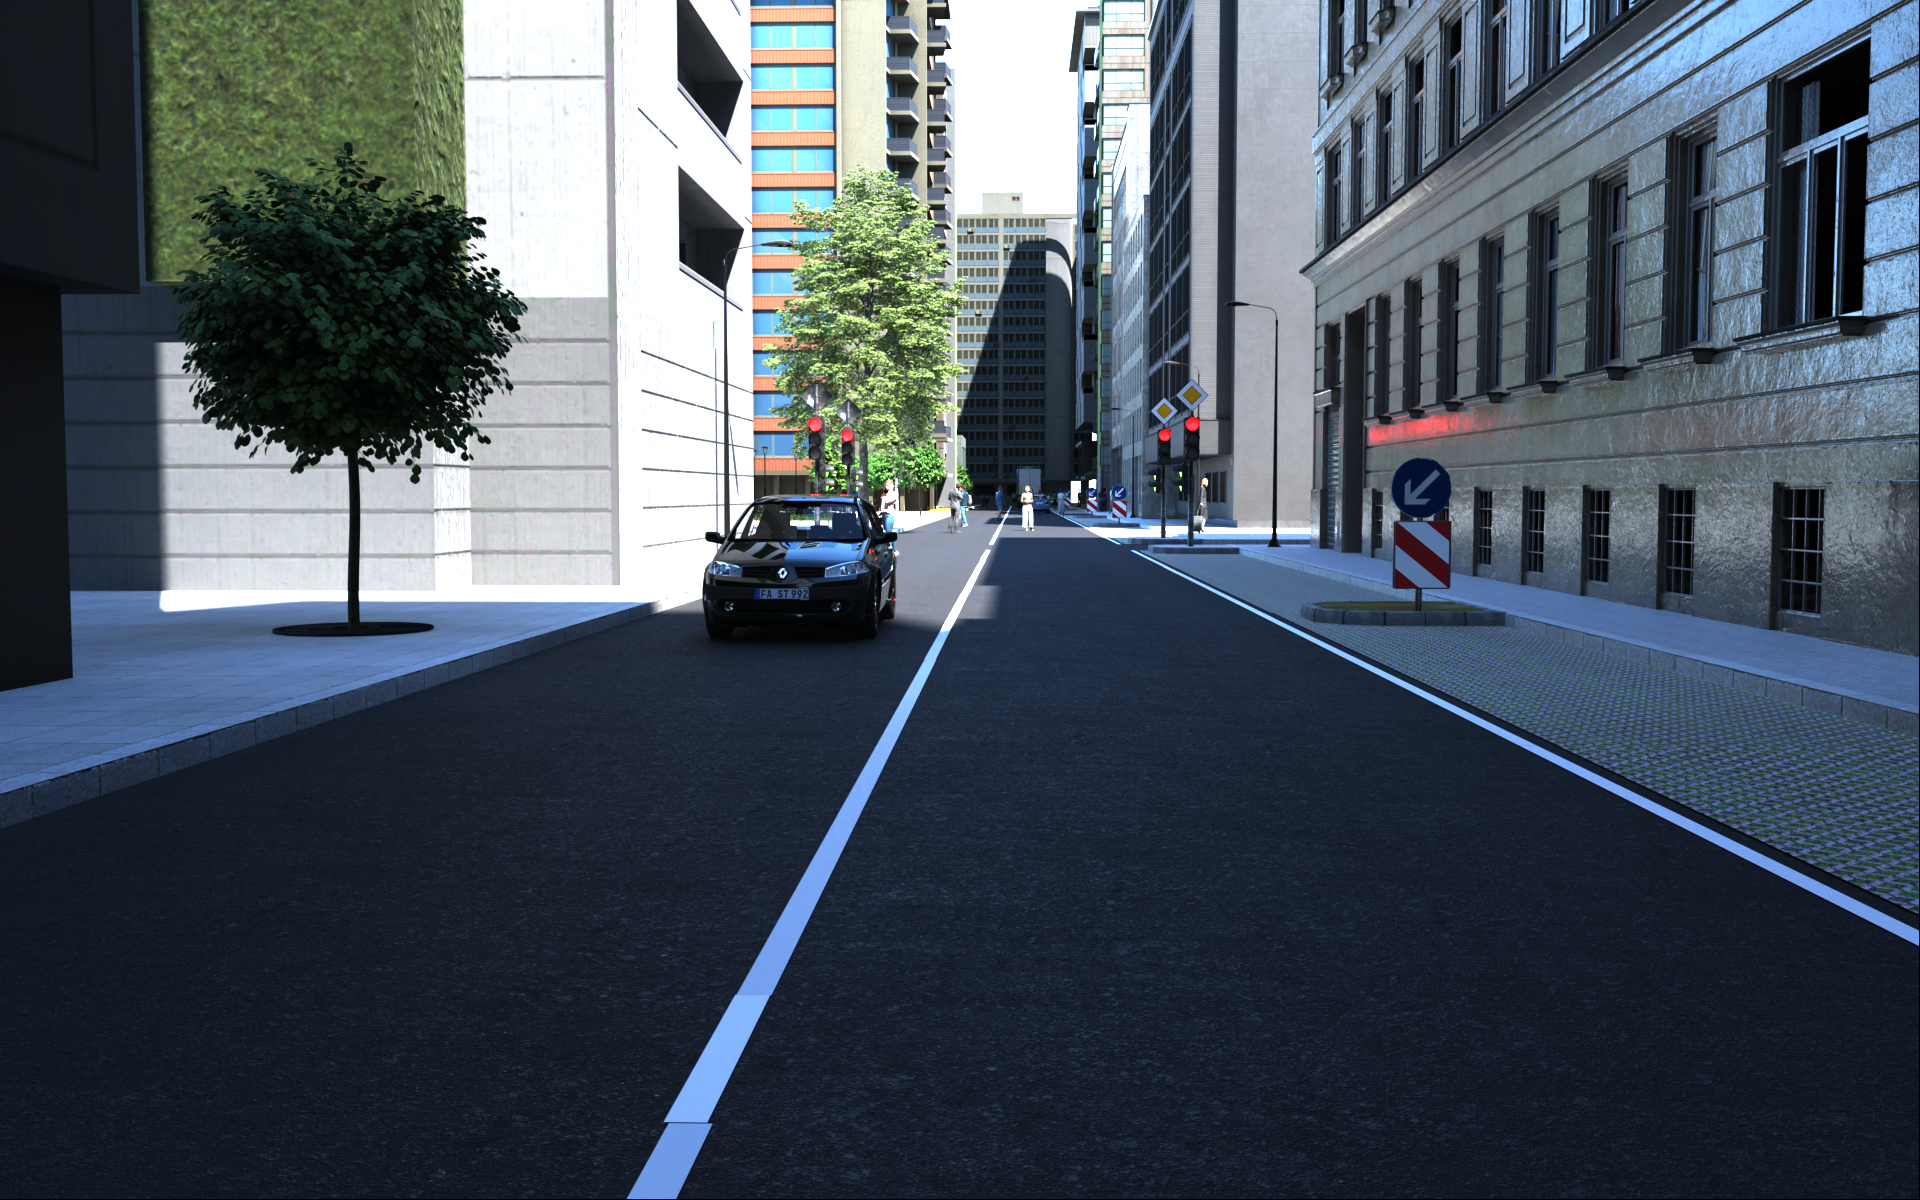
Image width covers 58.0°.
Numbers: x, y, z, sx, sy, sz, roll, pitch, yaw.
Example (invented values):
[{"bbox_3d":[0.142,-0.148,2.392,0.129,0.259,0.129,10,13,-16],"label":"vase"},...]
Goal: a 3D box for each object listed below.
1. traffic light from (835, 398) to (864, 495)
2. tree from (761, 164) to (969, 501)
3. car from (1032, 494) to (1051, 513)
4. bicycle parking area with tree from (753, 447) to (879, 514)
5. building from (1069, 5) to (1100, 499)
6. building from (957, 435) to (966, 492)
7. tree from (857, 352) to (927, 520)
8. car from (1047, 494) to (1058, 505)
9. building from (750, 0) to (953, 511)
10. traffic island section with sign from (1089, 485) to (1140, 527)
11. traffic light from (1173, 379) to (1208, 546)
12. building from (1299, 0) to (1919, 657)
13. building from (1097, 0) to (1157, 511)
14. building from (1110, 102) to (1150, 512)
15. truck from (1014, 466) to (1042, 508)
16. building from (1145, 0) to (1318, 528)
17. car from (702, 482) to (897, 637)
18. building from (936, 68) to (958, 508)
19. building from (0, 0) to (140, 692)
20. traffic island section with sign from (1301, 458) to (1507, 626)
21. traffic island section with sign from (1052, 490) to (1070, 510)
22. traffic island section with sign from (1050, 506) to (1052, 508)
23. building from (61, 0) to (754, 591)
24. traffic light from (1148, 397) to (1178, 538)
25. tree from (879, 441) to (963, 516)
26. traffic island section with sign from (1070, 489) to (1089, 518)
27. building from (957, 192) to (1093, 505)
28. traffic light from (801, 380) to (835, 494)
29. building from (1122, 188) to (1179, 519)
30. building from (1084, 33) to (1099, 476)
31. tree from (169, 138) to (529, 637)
[{"bbox_3d":[-3.245,-3.778,50.699,0.839,4.253,0.868,0,4,2],"label":"traffic light"},{"bbox_3d":[-3.013,-8.674,59.942,7.486,12.596,7.792,0,3,0],"label":"tree"},{"bbox_3d":[5.827,-7.185,129.484,2.014,1.417,4.499,0,3,0],"label":"car"},{"bbox_3d":[-9.375,-7.171,104.247,8.231,4.147,9.016,2,4,27],"label":"bicycle parking area with tree"},{"bbox_3d":[26.366,-36.516,186.274,28.713,52.752,27.495,0,4,2],"label":"building"},{"bbox_3d":[-15.190,-53.591,188.889,31.000,86.520,22.319,0,4,2],"label":"building"},{"bbox_3d":[-3.260,-8.334,86.619,4.360,8.622,3.978,0,3,0],"label":"tree"},{"bbox_3d":[10.591,-11.479,196.483,1.959,1.807,4.718,0,3,0],"label":"car"},{"bbox_3d":[-11.943,-29.701,140.238,22.147,44.769,28.867,0,4,2],"label":"building"},{"bbox_3d":[6.784,-4.085,75.424,1.989,1.847,2.006,0,4,2],"label":"traffic island section with sign"},{"bbox_3d":[5.647,-3.273,42.431,0.839,4.253,0.868,0,4,2],"label":"traffic light"},{"bbox_3d":[15.267,-11.837,26.814,16.112,22.955,30.059,0,4,2],"label":"building"},{"bbox_3d":[17.802,-27.654,135.731,14.154,41.232,14.086,0,4,2],"label":"building"},{"bbox_3d":[16.521,-18.143,114.664,12.078,24.808,19.932,0,4,2],"label":"building"},{"bbox_3d":[7.163,-11.777,181.459,2.839,4.237,11.283,0,4,1],"label":"truck"},{"bbox_3d":[16.117,-17.266,75.803,14.314,27.812,24.014,0,4,2],"label":"building"},{"bbox_3d":[-1.637,-0.537,18.566,2.009,1.686,4.222,0,4,2],"label":"car"},{"bbox_3d":[-7.533,-29.243,161.711,14.154,41.232,14.086,0,4,2],"label":"building"},{"bbox_3d":[-12.960,-21.659,4.238,14.600,45.320,14.200,0,4,2],"label":"building"},{"bbox_3d":[4.941,-0.673,19.637,1.989,1.847,2.006,0,4,2],"label":"traffic island section with sign"},{"bbox_3d":[9.339,-8.791,152.359,1.989,1.847,2.006,0,4,2],"label":"traffic island section with sign"},{"bbox_3d":[10.256,-10.467,179.763,1.989,1.847,2.006,0,4,2],"label":"traffic island section with sign"},{"bbox_3d":[-18.564,-29.933,31.408,28.212,58.520,21.231,0,4,2],"label":"building"},{"bbox_3d":[5.912,-3.761,50.412,0.839,4.253,0.868,0,4,2],"label":"traffic light"},{"bbox_3d":[-2.318,-7.156,100.715,4.285,4.588,4.351,0,3,0],"label":"tree"},{"bbox_3d":[7.699,-5.765,102.885,1.989,1.847,2.006,0,4,2],"label":"traffic island section with sign"},{"bbox_3d":[5.455,-32.635,225.459,23.993,40.220,32.217,0,4,2],"label":"building"},{"bbox_3d":[-3.510,-3.290,42.718,0.839,4.253,0.868,0,4,2],"label":"traffic light"},{"bbox_3d":[14.788,-14.785,96.485,10.420,20.320,16.860,0,4,2],"label":"building"},{"bbox_3d":[23.625,-32.901,157.541,23.786,49.044,30.456,0,4,2],"label":"building"},{"bbox_3d":[-5.669,-1.978,16.059,4.285,4.588,4.351,0,3,0],"label":"tree"}]
